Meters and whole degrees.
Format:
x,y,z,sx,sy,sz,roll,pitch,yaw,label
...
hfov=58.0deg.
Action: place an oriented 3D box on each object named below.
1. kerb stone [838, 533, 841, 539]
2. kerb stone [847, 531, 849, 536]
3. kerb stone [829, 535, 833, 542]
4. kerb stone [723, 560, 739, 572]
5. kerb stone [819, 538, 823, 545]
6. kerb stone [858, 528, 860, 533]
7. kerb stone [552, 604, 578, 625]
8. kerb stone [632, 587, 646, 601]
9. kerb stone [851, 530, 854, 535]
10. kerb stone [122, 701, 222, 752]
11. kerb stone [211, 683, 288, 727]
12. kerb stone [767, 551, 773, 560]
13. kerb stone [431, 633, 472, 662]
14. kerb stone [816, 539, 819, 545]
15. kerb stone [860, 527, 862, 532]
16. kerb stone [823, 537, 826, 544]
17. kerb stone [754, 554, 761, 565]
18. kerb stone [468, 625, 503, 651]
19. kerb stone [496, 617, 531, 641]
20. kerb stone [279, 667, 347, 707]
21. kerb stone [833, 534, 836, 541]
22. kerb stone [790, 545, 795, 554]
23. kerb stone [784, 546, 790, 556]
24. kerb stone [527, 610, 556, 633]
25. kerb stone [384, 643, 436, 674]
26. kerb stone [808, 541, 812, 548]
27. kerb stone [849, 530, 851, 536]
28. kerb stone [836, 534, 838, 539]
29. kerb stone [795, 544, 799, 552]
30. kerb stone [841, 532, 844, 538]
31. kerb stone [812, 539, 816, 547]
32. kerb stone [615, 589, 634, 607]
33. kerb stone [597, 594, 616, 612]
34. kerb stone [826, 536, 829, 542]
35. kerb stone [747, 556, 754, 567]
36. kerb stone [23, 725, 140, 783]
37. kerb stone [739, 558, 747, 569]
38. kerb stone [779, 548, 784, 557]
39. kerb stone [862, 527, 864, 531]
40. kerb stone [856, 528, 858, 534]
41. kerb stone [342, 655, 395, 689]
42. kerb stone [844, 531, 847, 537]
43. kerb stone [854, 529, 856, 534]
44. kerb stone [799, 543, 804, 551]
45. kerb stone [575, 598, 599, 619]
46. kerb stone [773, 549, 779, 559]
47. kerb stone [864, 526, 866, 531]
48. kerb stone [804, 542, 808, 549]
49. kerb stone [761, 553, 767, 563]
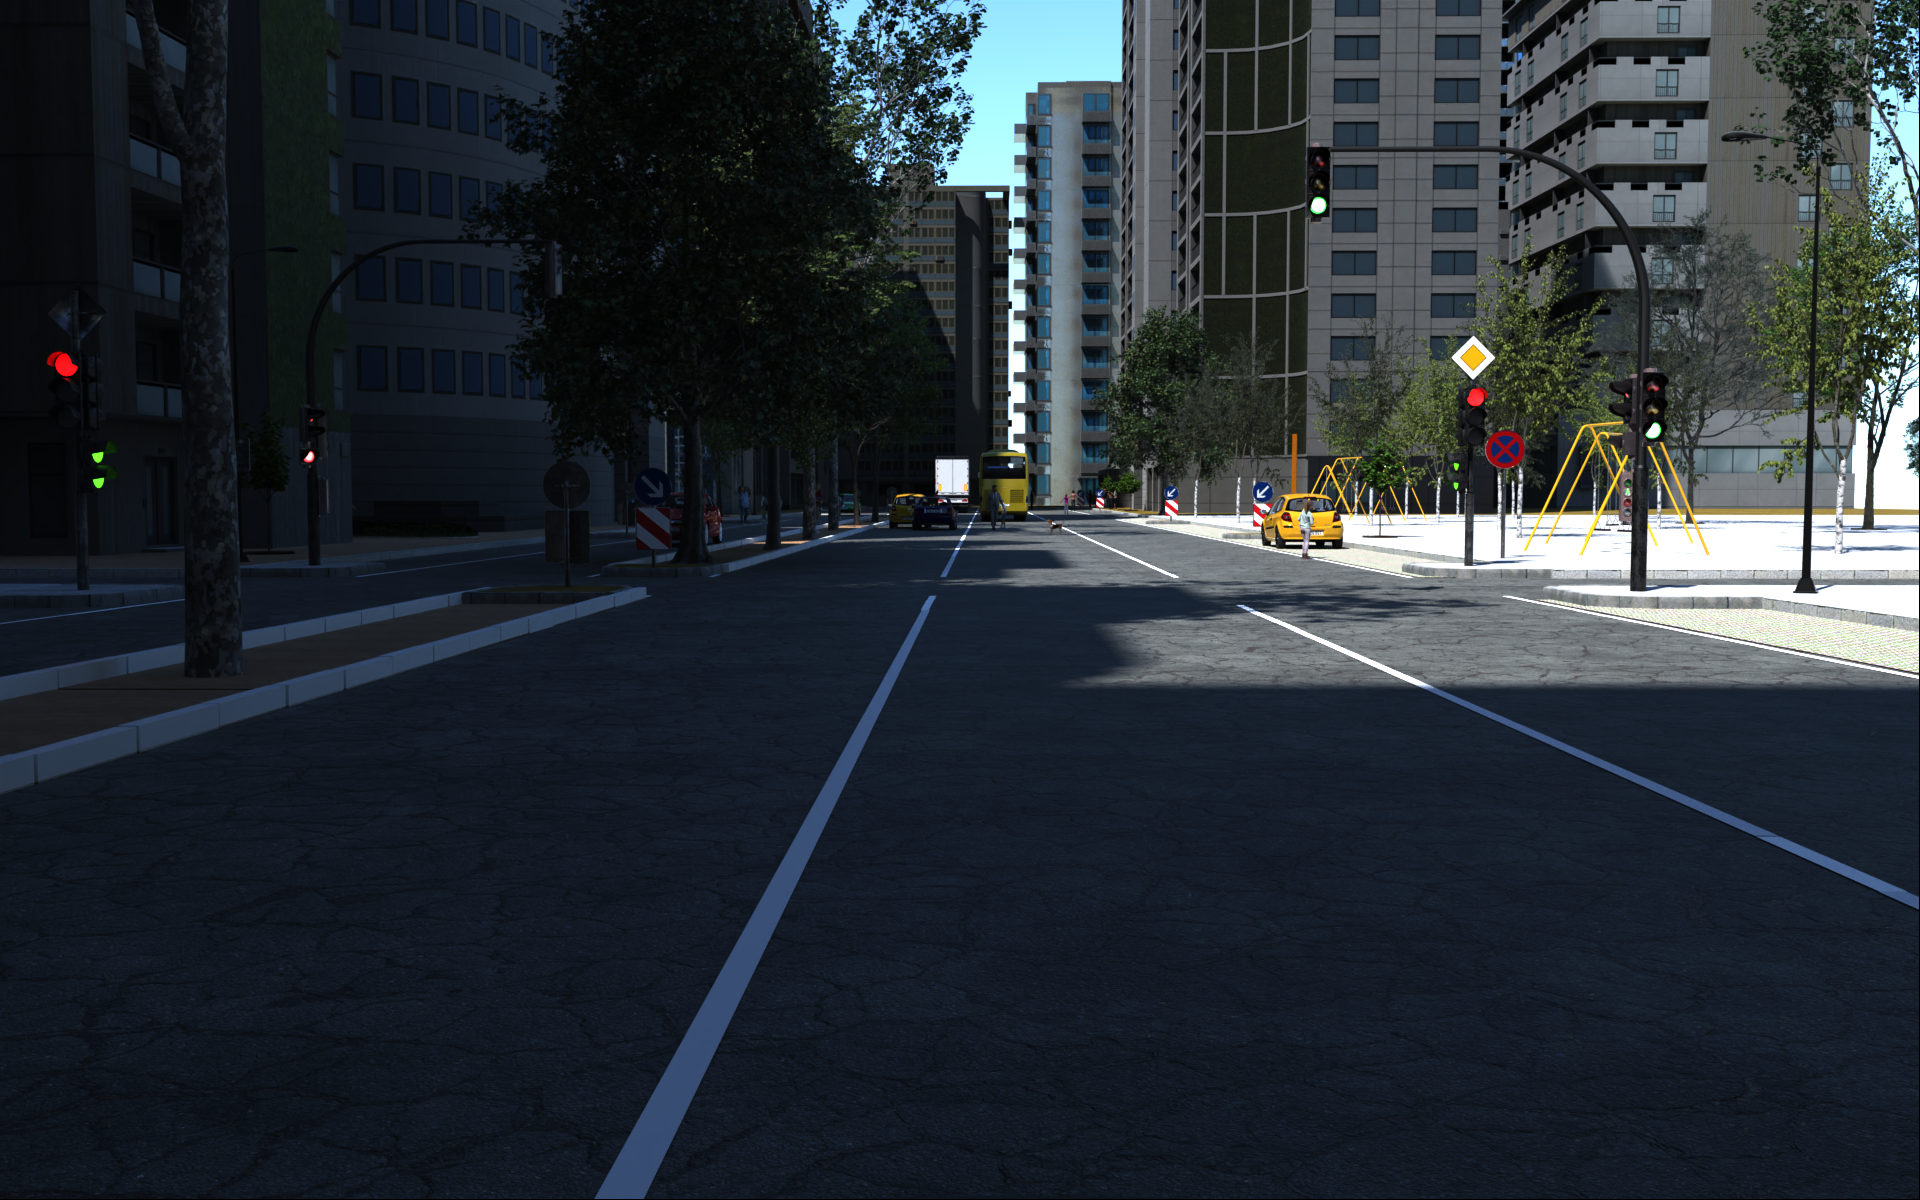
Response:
x,y,z,sx,sy,sz,roll,pitch,yaw,label
-3.934,-1.983,54.703,0.120,0.150,1.000,0,4,1,kerb stone
-3.880,-2.176,57.775,0.120,0.150,1.000,0,4,1,kerb stone
-3.975,-1.800,51.632,0.120,0.150,1.000,0,4,1,kerb stone
-4.275,-0.609,32.148,0.120,0.150,1.000,0,4,1,kerb stone
-4.028,-1.613,48.563,0.120,0.150,1.000,0,4,1,kerb stone
-3.804,-2.486,62.903,0.120,0.150,1.000,0,4,1,kerb stone
-4.467,0.176,19.316,0.120,0.150,1.000,0,4,1,kerb stone
-4.397,-0.071,23.408,0.120,0.150,1.000,0,4,1,kerb stone
-3.848,-2.301,59.823,0.120,0.150,1.000,0,4,1,kerb stone
-4.599,0.740,10.095,0.120,0.150,1.000,0,4,1,kerb stone
-4.591,0.678,11.117,0.120,0.150,1.000,0,4,1,kerb stone
-4.196,-0.922,37.276,0.120,0.150,1.000,0,4,1,kerb stone
-4.524,0.430,15.229,0.120,0.150,1.000,0,4,1,kerb stone
-4.037,-1.550,47.541,0.120,0.150,1.000,0,4,1,kerb stone
-3.795,-2.553,63.942,0.120,0.150,1.000,0,4,1,kerb stone
-4.009,-1.674,49.588,0.120,0.150,1.000,0,4,1,kerb stone
-4.225,-0.797,35.232,0.120,0.150,1.000,0,4,1,kerb stone
-4.512,0.367,16.250,0.120,0.150,1.000,0,4,1,kerb stone
-4.497,0.301,17.272,0.120,0.150,1.000,0,4,1,kerb stone
-4.569,0.614,12.154,0.120,0.150,1.000,0,4,1,kerb stone
-3.961,-1.860,52.654,0.120,0.150,1.000,0,4,1,kerb stone
-4.128,-1.169,41.376,0.120,0.150,1.000,0,4,1,kerb stone
-4.146,-1.111,40.354,0.120,0.150,1.000,0,4,1,kerb stone
-4.478,0.239,18.294,0.120,0.150,1.000,0,4,1,kerb stone
-4.540,0.489,14.207,0.120,0.150,1.000,0,4,1,kerb stone
-4.066,-1.424,45.486,0.120,0.150,1.000,0,4,1,kerb stone
-3.872,-2.239,58.797,0.120,0.150,1.000,0,4,1,kerb stone
-3.947,-1.926,53.681,0.120,0.150,1.000,0,4,1,kerb stone
-4.112,-1.236,42.404,0.120,0.150,1.000,0,4,1,kerb stone
-3.913,-2.051,55.728,0.120,0.150,1.000,0,4,1,kerb stone
-4.056,-1.487,46.509,0.120,0.150,1.000,0,4,1,kerb stone
-4.411,-0.007,22.386,0.120,0.150,1.000,0,4,1,kerb stone
-4.438,0.051,21.365,0.120,0.150,1.000,0,4,1,kerb stone
-3.997,-1.738,50.610,0.120,0.150,1.000,0,4,1,kerb stone
-4.241,-0.731,34.192,0.120,0.150,1.000,0,4,1,kerb stone
-4.618,0.807,9.074,0.120,0.150,1.000,0,4,1,kerb stone
-4.256,-0.671,33.170,0.120,0.150,1.000,0,4,1,kerb stone
-4.162,-1.048,39.324,0.120,0.150,1.000,0,4,1,kerb stone
-3.775,-2.615,64.964,0.120,0.150,1.000,0,4,1,kerb stone
-3.827,-2.426,61.877,0.120,0.150,1.000,0,4,1,kerb stone
-4.548,0.556,13.180,0.120,0.150,1.000,0,4,1,kerb stone
-3.899,-2.113,56.750,0.120,0.150,1.000,0,4,1,kerb stone
-3.839,-2.364,60.846,0.120,0.150,1.000,0,4,1,kerb stone
-4.097,-1.297,43.436,0.120,0.150,1.000,0,4,1,kerb stone
-4.446,0.113,20.343,0.120,0.150,1.000,0,4,1,kerb stone
-4.176,-0.983,38.302,0.120,0.150,1.000,0,4,1,kerb stone
-3.767,-2.678,65.988,0.120,0.150,1.000,0,4,1,kerb stone
-4.085,-1.362,44.463,0.120,0.150,1.000,0,4,1,kerb stone
-4.213,-0.860,36.254,0.120,0.150,1.000,0,4,1,kerb stone
